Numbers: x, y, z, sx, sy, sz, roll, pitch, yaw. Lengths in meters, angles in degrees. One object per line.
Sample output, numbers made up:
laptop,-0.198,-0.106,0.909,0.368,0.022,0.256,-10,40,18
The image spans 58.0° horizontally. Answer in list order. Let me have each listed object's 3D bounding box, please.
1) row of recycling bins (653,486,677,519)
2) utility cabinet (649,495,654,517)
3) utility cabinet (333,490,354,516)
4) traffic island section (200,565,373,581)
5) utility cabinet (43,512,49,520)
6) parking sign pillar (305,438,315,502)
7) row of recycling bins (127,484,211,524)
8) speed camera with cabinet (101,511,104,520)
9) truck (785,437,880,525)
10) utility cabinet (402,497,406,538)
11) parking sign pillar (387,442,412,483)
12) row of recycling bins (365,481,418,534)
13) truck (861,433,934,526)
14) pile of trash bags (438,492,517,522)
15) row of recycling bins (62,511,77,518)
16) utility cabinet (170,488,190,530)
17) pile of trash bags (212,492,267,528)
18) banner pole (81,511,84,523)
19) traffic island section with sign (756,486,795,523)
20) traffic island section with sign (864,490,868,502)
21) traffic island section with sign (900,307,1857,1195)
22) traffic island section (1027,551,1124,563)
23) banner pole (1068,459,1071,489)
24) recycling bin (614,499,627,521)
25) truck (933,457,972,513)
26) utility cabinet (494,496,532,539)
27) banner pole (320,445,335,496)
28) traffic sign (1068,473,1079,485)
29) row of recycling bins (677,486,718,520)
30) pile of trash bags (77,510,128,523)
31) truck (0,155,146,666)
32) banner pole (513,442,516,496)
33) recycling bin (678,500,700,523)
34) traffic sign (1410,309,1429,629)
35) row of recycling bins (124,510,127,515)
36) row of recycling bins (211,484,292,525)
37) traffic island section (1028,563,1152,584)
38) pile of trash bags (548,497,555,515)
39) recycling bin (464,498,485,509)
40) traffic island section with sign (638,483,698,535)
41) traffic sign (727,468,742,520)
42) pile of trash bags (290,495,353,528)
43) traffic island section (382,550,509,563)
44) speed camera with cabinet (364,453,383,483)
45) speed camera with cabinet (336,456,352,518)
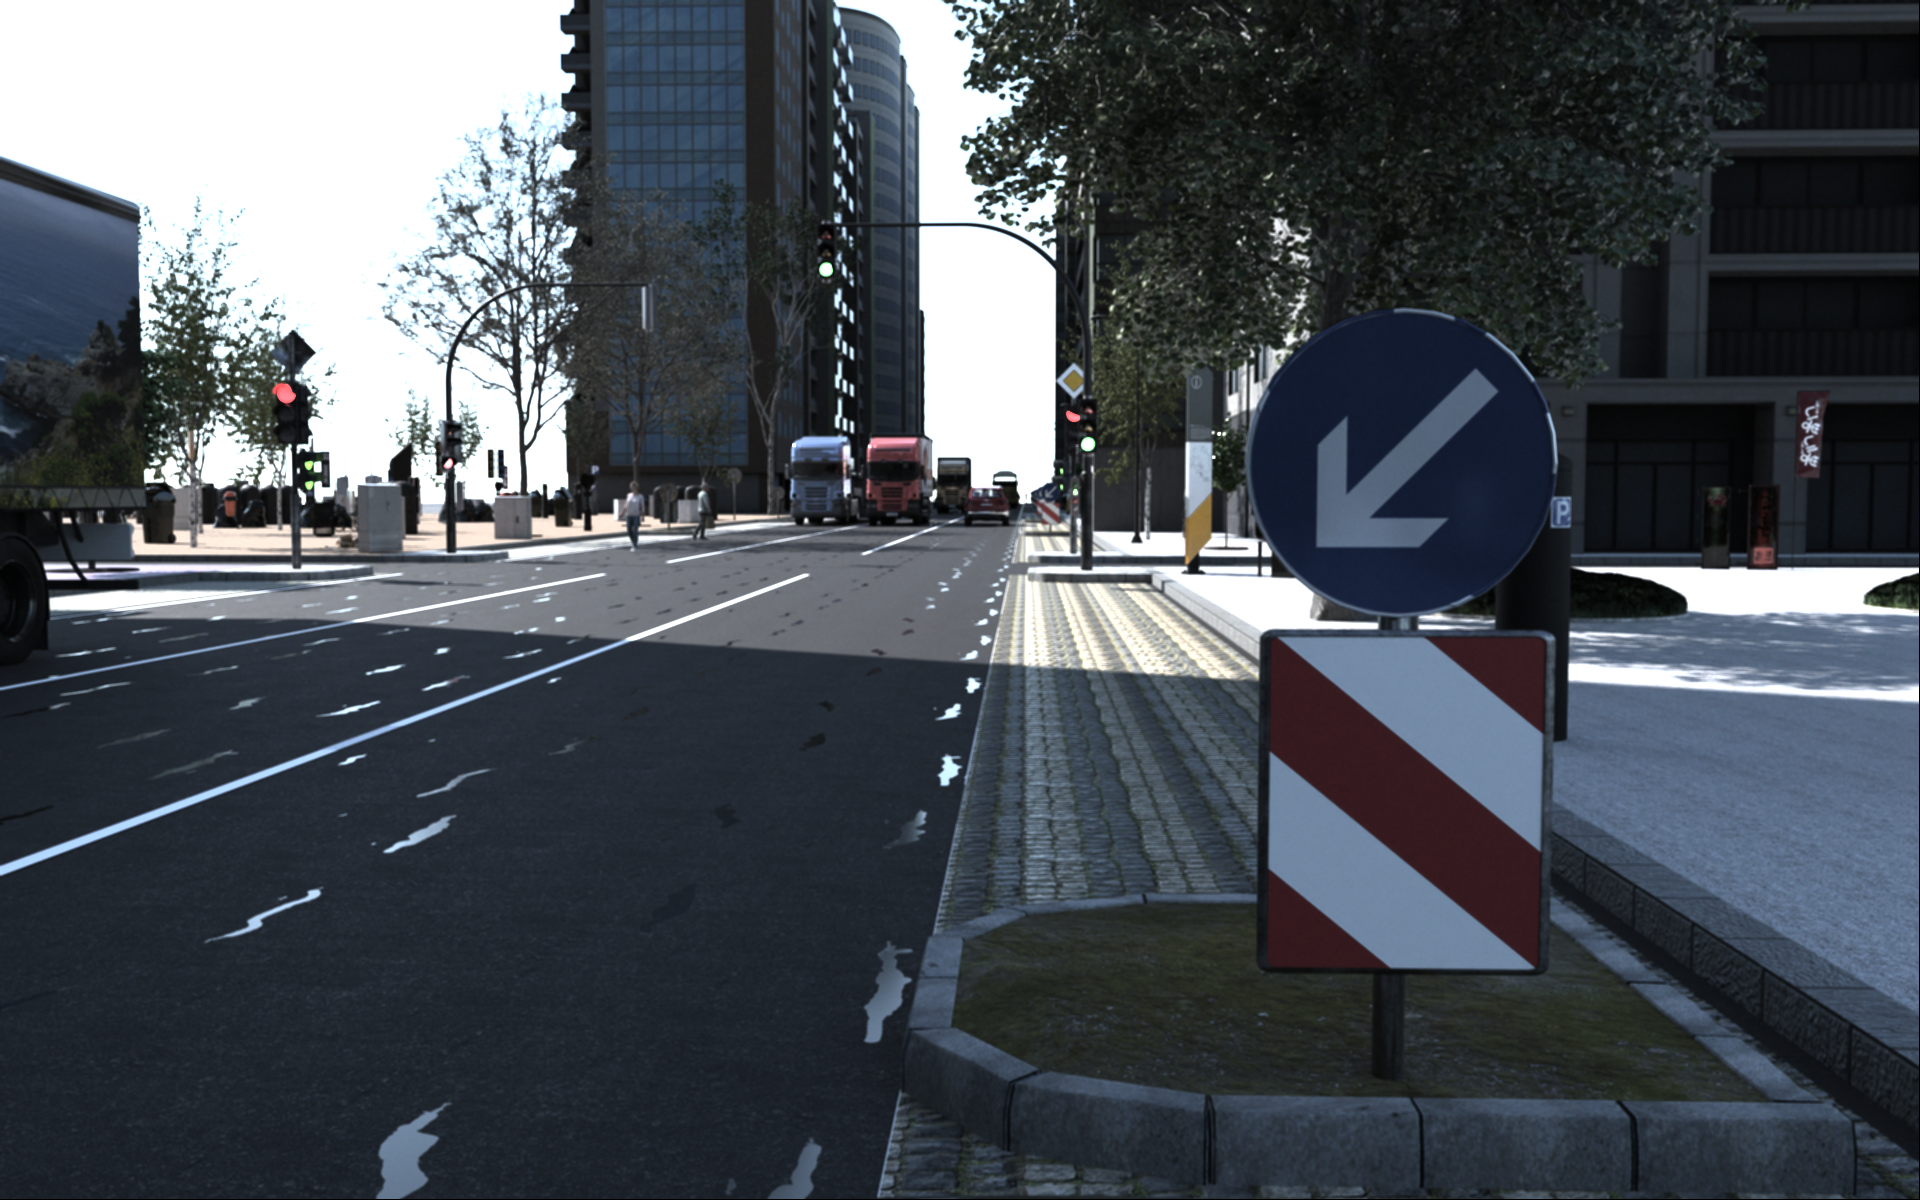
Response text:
row of recycling bins,-14.563,-5.005,88.941,1.069,1.692,3.534,-3,5,-44
utility cabinet,-16.974,-5.285,97.567,1.020,1.237,0.306,0,4,3
utility cabinet,-35.016,-5.493,98.486,1.173,1.500,0.318,-2,4,-32
traffic island section,-11.386,-0.453,29.693,2.009,0.180,2.903,0,4,2
utility cabinet,-33.075,-3.279,62.298,1.173,1.500,0.318,1,4,16
parking sign pillar,-30.766,-5.717,81.953,1.447,3.967,1.447,-1,4,-19
row of recycling bins,-33.791,-4.130,74.637,3.534,1.692,1.069,0,4,6
speed camera with cabinet,-43.145,-5.690,87.361,2.038,3.252,0.660,2,4,27
truck,-5.934,-5.941,86.899,2.967,4.110,18.799,0,4,4
utility cabinet,-16.245,-2.355,49.669,0.306,1.237,1.020,0,4,6
parking sign pillar,-28.715,-6.136,88.802,1.447,3.967,1.447,2,4,27
row of recycling bins,-18.585,-3.009,56.317,1.069,1.692,3.534,-3,4,-38
truck,-2.805,-5.684,81.851,2.839,4.237,11.283,0,4,2
pile of trash bags,-22.112,-4.275,79.652,1.912,1.369,3.447,3,5,42
row of recycling bins,-48.233,-5.364,94.818,1.069,1.692,3.534,0,4,-6
utility cabinet,-27.513,-3.207,61.106,1.173,1.500,0.318,1,4,18
pile of trash bags,-27.526,-3.438,65.969,1.912,1.369,3.447,-1,4,-14
banner pole,-26.591,-3.831,52.648,0.863,3.779,0.401,2,4,35
traffic island section with sign,-9.162,-4.817,87.383,1.989,1.847,2.006,0,4,2
traffic island section with sign,-7.230,-7.883,137.522,1.989,1.847,2.006,0,4,2
traffic island section with sign,0.869,0.253,4.495,1.989,1.847,2.006,0,4,2
traffic island section,2.453,-0.909,37.148,2.009,0.180,2.903,0,4,2
banner pole,6.777,-7.055,105.367,0.401,3.779,0.863,2,4,31
recycling bin,-15.975,-4.257,82.150,0.722,1.027,0.722,-2,4,-27
truck,-0.443,-8.797,132.747,2.839,4.237,11.283,0,4,2
utility cabinet,-12.803,-2.350,49.590,1.020,1.237,0.306,1,4,8
banner pole,-32.290,-6.034,88.666,0.863,3.779,0.401,-1,4,-17
traffic sign,6.686,-6.291,102.958,0.768,2.556,0.104,0,4,5
row of recycling bins,-12.786,-4.786,85.363,1.069,1.692,3.534,0,4,7
pile of trash bags,-38.800,-4.106,76.884,3.447,1.369,1.912,0,4,-3
truck,-9.087,-1.359,11.137,2.839,4.237,11.283,0,4,0
banner pole,-21.299,-5.684,82.949,0.401,3.779,0.863,-1,4,-14
recycling bin,-11.887,-3.887,76.102,0.722,1.027,0.722,2,4,29
traffic sign,3.160,-0.729,12.026,0.768,2.556,0.104,1,4,8
row of recycling bins,-48.402,-5.775,101.538,1.069,1.692,3.534,3,5,44
row of recycling bins,-29.608,-4.040,73.171,1.069,1.692,3.534,2,4,33
traffic island section,2.145,-0.421,29.169,2.009,0.180,2.903,0,4,2
pile of trash bags,-25.384,-5.740,103.599,3.447,1.369,1.912,-2,4,-28
recycling bin,-27.194,-5.181,97.270,0.722,1.027,0.722,2,4,26
traffic island section with sign,-10.211,-3.169,60.448,1.989,1.847,2.006,0,4,2
traffic sign,-10.960,-5.137,84.098,0.768,2.556,0.104,1,4,9
pile of trash bags,-23.890,-3.478,66.616,3.447,1.369,1.912,-2,4,-29
traffic island section,-11.079,-0.941,37.673,2.009,0.180,2.903,0,4,2
speed camera with cabinet,-27.614,-5.449,83.421,2.038,3.252,0.660,1,4,13
speed camera with cabinet,-32.125,-5.870,90.306,0.660,3.252,2.038,-1,4,-13
